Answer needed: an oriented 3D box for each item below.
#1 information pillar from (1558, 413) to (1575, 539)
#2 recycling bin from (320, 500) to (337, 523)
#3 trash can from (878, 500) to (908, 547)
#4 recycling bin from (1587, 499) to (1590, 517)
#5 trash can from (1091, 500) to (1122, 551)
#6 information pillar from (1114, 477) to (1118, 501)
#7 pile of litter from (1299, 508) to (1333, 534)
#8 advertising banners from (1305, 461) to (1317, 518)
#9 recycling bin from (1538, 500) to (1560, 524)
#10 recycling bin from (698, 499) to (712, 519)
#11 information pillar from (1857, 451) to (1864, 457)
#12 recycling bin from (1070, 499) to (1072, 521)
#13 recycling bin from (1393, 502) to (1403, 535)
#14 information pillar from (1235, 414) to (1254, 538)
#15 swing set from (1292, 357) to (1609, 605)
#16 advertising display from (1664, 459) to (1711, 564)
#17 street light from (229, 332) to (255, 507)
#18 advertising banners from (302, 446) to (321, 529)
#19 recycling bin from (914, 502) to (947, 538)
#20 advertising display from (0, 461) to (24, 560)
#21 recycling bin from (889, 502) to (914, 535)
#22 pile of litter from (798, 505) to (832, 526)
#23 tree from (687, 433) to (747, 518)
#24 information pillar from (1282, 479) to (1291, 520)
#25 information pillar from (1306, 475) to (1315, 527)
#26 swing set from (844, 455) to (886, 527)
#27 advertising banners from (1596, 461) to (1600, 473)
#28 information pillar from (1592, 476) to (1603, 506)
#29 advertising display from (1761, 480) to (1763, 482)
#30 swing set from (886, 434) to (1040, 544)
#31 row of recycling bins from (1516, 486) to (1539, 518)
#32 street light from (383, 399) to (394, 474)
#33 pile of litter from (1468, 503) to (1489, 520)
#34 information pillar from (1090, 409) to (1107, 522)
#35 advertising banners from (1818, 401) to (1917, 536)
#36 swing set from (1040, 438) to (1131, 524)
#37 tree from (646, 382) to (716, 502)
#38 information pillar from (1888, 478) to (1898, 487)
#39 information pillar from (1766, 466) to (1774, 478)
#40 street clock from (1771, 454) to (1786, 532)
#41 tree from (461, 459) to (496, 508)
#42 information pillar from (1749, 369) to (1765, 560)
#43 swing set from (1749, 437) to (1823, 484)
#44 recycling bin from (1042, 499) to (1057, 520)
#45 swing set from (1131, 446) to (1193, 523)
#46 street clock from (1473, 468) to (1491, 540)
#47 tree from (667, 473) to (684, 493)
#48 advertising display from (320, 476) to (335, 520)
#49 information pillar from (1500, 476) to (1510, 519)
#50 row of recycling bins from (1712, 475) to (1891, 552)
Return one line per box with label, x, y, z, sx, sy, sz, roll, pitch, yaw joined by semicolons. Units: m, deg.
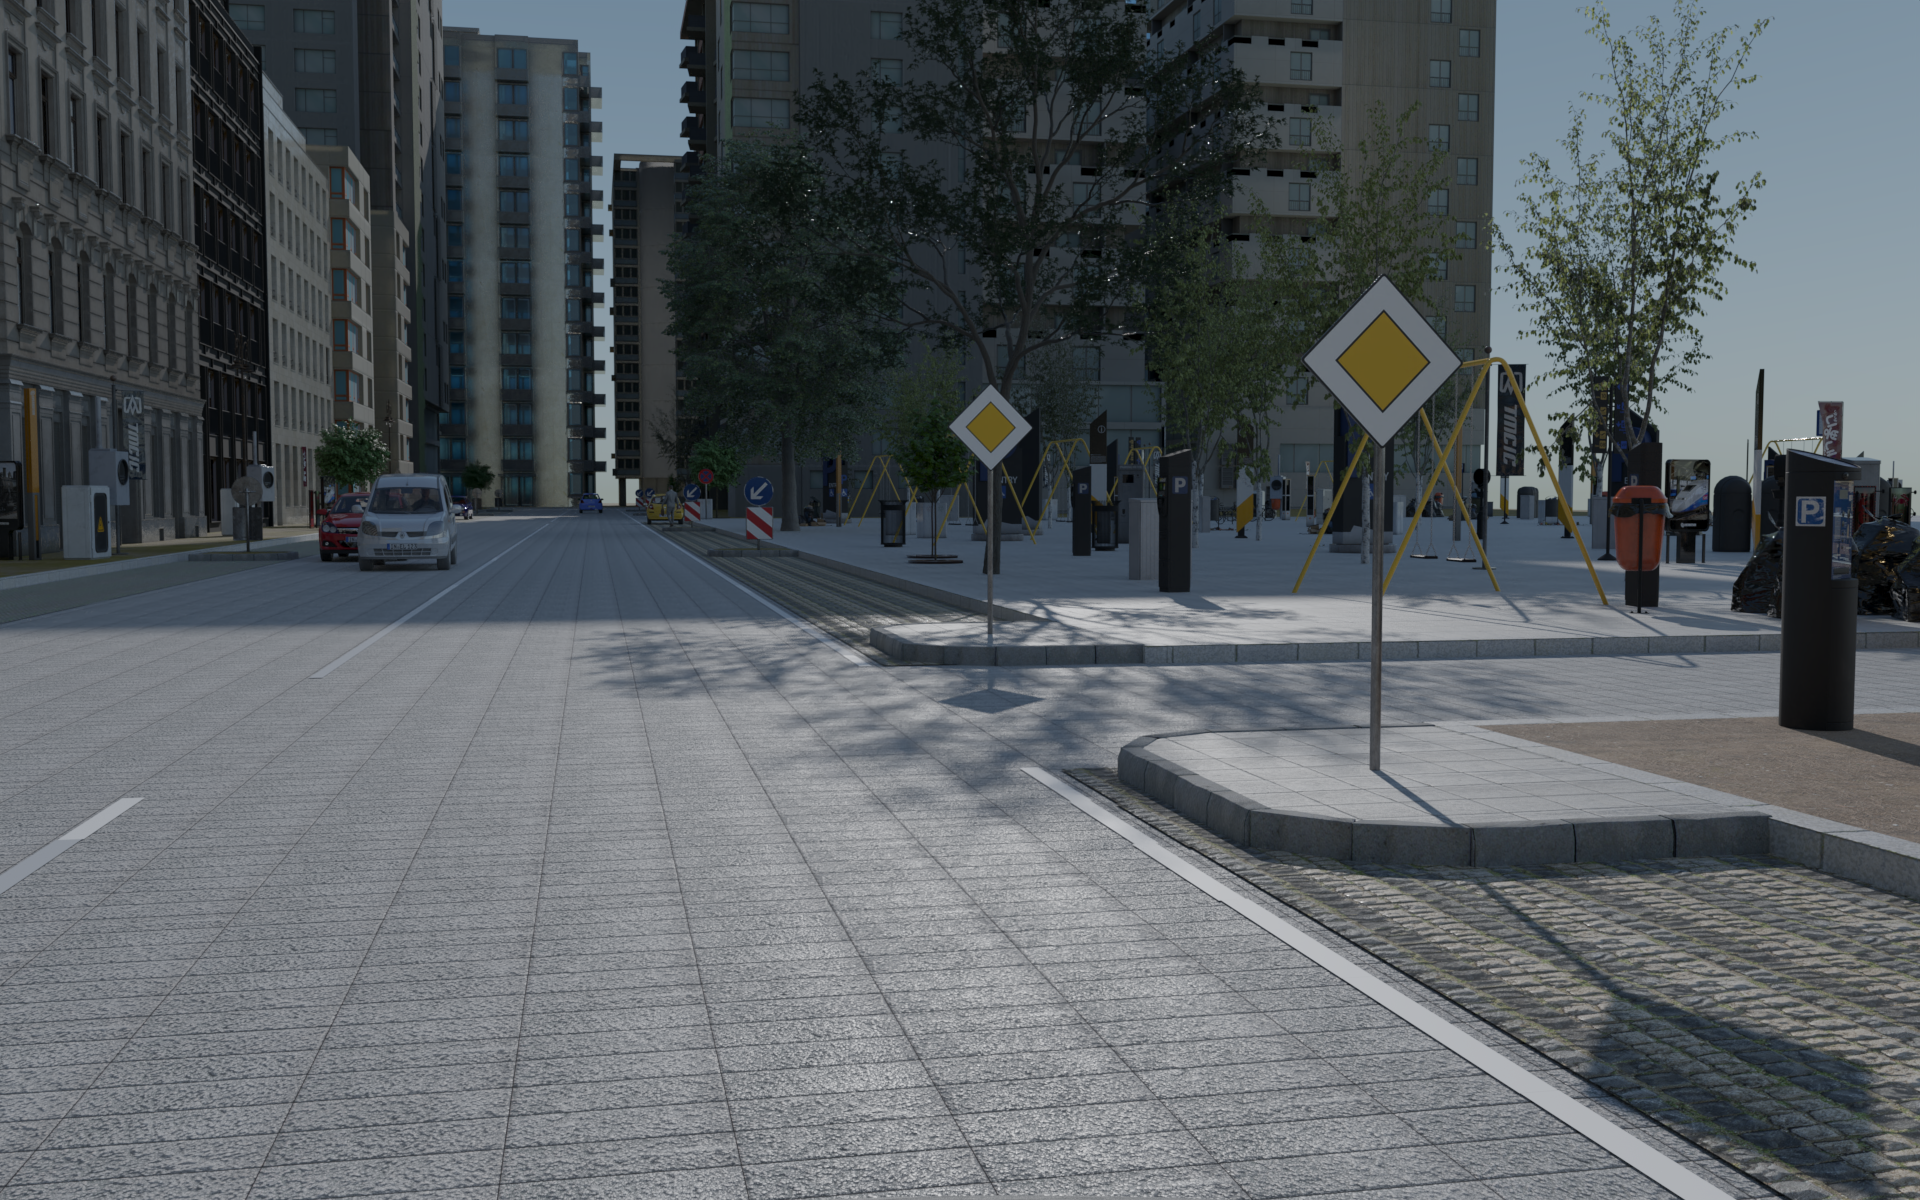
information pillar;17.553;-3.594;50.119;0.183;3.616;0.504;-2;4;-28
recycling bin;-27.345;-3.836;75.272;0.722;1.027;0.722;-2;4;-35
trash can;-1.617;-1.850;41.902;0.748;1.137;0.748;0;3;0
recycling bin;35.831;-5.211;97.746;0.722;1.027;0.722;1;4;14
trash can;3.278;-1.680;39.121;0.748;1.137;0.748;0;3;0
information pillar;6.746;-4.220;73.487;0.304;2.012;0.304;3;5;43
pile of litter;11.673;-2.543;55.543;1.719;0.858;1.176;0;4;-5
advertising banners;19.014;-5.927;93.094;0.090;3.025;2.074;3;4;38
recycling bin;25.752;-3.863;75.721;0.722;1.027;0.722;0;4;-2
recycling bin;-12.995;-4.629;88.238;0.722;1.027;0.722;-1;4;-10
information pillar;48.810;-6.282;94.059;0.504;3.616;0.183;0;4;-4
recycling bin;5.617;-4.254;82.113;0.722;1.027;0.722;1;4;19
recycling bin;13.646;-2.600;55.071;0.722;1.027;0.722;2;4;30
information pillar;8.244;-3.597;50.173;0.504;3.616;0.183;0;4;-4
swing set;5.901;-1.450;21.321;2.862;2.851;3.119;0;4;-8
advertising display;13.443;-1.640;32.030;0.974;1.923;0.123;-1;4;-21
street light;-20.458;-4.690;49.468;0.468;5.910;1.993;-1;4;-12
advertising banners;-24.075;-4.164;64.265;0.090;3.025;2.074;0;4;-4
recycling bin;-0.820;-2.320;50.486;0.722;1.027;0.722;-1;4;-18
advertising display;-18.574;-1.738;33.626;0.974;1.923;0.123;1;4;23
recycling bin;-1.845;-2.539;54.066;0.722;1.027;0.722;2;4;32
pile of litter;-5.860;-3.377;69.177;1.719;0.858;1.176;-2;4;-25
tree;-12.873;-6.595;91.548;4.285;4.588;4.351;0;3;0
information pillar;15.948;-4.905;84.689;0.304;2.012;0.304;-2;4;-27
information pillar;13.706;-3.867;67.721;0.304;2.012;0.304;1;4;13
swing set;-3.041;-4.412;69.749;2.862;2.851;3.119;-1;4;-15
advertising banners;34.076;-5.803;91.074;0.090;3.025;2.074;-1;4;-20
information pillar;25.622;-3.983;69.621;0.304;2.012;0.304;-3;5;-44
advertising display;37.638;-4.625;80.825;0.974;1.923;0.123;-2;4;-30
swing set;0.034;-2.893;44.921;2.862;2.851;3.119;-2;4;-23
row of recycling bins;30.545;-5.257;93.071;1.069;1.692;3.534;1;4;23
street light;-27.844;-6.839;84.600;0.468;5.910;1.993;-1;4;-12
pile of litter;26.050;-4.481;87.224;1.176;0.858;1.719;1;4;19
information pillar;3.832;-3.457;47.875;0.504;3.616;0.183;0;4;3
advertising banners;17.134;-2.237;32.761;2.074;3.025;0.090;0;4;-8
swing set;3.032;-3.207;50.062;2.862;2.851;3.119;-1;4;-12
tree;-17.954;-9.891;112.072;4.360;8.622;3.978;0;3;0
information pillar;42.107;-4.508;78.200;0.304;2.012;0.304;-1;4;-14
information pillar;21.239;-2.492;45.238;0.304;2.012;0.304;3;5;39
street clock;14.998;-1.655;31.623;0.358;2.002;0.471;2;4;34
tree;-45.220;-10.929;162.401;4.285;4.588;4.351;0;3;0
information pillar;15.037;-2.525;32.643;0.183;3.616;0.504;1;4;17
swing set;23.691;-3.138;48.918;2.862;2.851;3.119;0;4;-2
recycling bin;4.297;-4.417;84.771;0.722;1.027;0.722;-2;4;-27
swing set;6.208;-3.692;57.992;2.862;2.851;3.119;-1;4;-9
street clock;14.715;-2.709;48.867;0.358;2.002;0.471;-2;4;-26
tree;-24.538;-9.341;147.321;1.663;3.219;1.824;0;3;0
advertising display;-22.859;-3.514;62.665;0.123;1.923;0.974;0;4;3
information pillar;28.296;-6.029;89.930;0.504;3.616;0.183;-1;4;-14
row of recycling bins;18.362;-1.880;37.844;3.534;1.692;1.069;2;4;26
